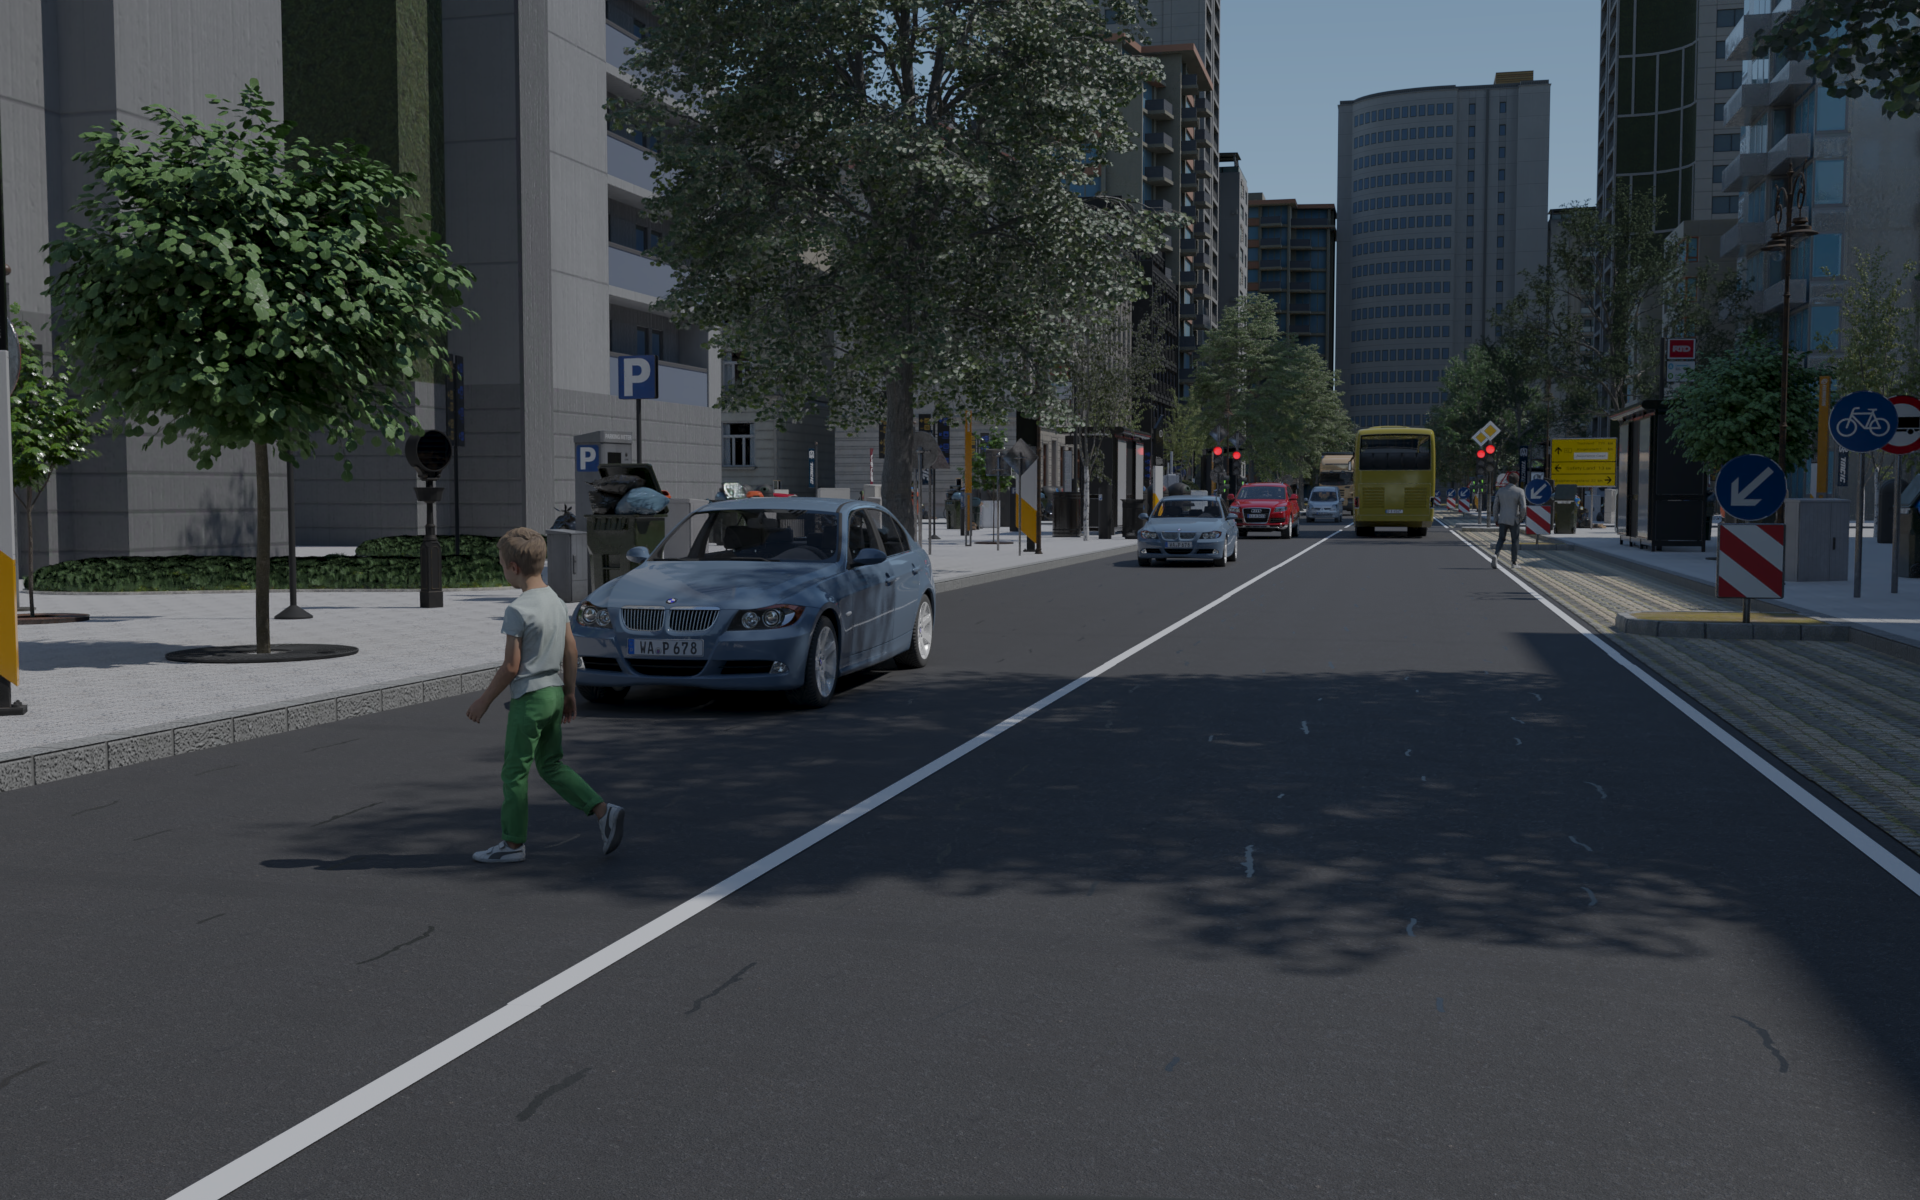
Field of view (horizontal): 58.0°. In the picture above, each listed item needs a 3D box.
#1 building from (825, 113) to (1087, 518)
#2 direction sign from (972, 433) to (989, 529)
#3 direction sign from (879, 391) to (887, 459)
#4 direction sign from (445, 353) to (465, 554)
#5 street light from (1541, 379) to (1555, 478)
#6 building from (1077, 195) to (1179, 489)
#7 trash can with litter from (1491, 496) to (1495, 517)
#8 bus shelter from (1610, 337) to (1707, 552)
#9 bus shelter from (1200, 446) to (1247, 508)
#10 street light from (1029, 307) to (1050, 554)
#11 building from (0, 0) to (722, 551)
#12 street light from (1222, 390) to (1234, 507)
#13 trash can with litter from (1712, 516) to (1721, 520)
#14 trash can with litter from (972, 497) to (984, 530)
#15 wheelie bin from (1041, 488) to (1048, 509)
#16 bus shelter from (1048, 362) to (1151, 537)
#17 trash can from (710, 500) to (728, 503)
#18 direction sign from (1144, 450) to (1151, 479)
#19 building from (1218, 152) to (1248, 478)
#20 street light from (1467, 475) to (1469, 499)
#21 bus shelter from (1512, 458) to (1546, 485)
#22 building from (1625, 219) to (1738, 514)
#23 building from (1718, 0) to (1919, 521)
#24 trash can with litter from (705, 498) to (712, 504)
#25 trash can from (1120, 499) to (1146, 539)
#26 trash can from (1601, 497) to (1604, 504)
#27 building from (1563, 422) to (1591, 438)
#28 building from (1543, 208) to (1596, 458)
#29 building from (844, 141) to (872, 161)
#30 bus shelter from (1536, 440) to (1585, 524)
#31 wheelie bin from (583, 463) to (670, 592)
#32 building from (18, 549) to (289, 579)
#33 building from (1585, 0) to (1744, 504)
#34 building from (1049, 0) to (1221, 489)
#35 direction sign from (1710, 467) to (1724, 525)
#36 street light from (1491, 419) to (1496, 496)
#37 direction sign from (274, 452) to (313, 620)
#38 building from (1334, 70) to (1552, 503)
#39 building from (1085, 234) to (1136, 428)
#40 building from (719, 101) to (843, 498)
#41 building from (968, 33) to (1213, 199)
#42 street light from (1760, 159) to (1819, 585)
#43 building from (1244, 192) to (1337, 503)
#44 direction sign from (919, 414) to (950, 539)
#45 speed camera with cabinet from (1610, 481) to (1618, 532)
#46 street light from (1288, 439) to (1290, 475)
[{"bbox_3d":[0.577,-16.187,100.821,11.583,22.565,21.152,1,4,14],"label":"building"},{"bbox_3d":[0.665,-4.393,63.820,0.876,3.537,0.379,-1,4,-23],"label":"direction sign"},{"bbox_3d":[-1.481,-2.806,37.868,0.379,3.537,0.876,-3,5,-42],"label":"direction sign"},{"bbox_3d":[-8.213,-2.216,28.222,0.379,3.537,0.876,0,4,1],"label":"direction sign"},{"bbox_3d":[22.098,-5.650,65.167,0.468,5.910,1.993,1,4,14],"label":"street light"},{"bbox_3d":[10.212,-18.827,137.501,12.332,23.373,15.834,1,4,14],"label":"building"},{"bbox_3d":[30.548,-5.365,99.102,0.624,1.170,1.055,1,4,20],"label":"trash can with litter"},{"bbox_3d":[17.188,-3.955,42.288,2.179,5.291,8.768,1,4,14],"label":"bus shelter"},{"bbox_3d":[13.294,-5.860,87.097,1.731,3.624,6.357,1,4,14],"label":"bus shelter"},{"bbox_3d":[1.682,-3.918,36.849,0.468,5.910,1.993,1,4,14],"label":"street light"},{"bbox_3d":[-22.316,-31.250,52.929,28.212,58.520,21.231,1,4,14],"label":"building"},{"bbox_3d":[11.916,-6.380,77.096,0.468,5.910,1.993,1,4,14],"label":"street light"},{"bbox_3d":[37.684,-4.649,87.066,1.678,1.210,2.233,2,4,27],"label":"trash can with litter"},{"bbox_3d":[0.505,-3.064,61.486,0.624,1.170,1.055,0,4,6],"label":"trash can with litter"},{"bbox_3d":[3.912,-4.714,84.988,0.693,1.594,0.980,-2,4,-23],"label":"wheelie bin"},{"bbox_3d":[4.383,-4.743,55.187,2.179,5.291,8.768,1,4,14],"label":"bus shelter"},{"bbox_3d":[-5.848,-1.927,43.153,0.748,1.137,0.748,0,3,0],"label":"trash can"},{"bbox_3d":[9.469,-5.984,89.829,0.876,3.537,0.379,2,4,27],"label":"direction sign"},{"bbox_3d":[27.444,-32.198,210.035,14.086,41.232,14.154,1,4,14],"label":"building"},{"bbox_3d":[42.730,-10.572,145.644,0.468,5.910,1.993,1,4,14],"label":"street light"},{"bbox_3d":[32.659,-6.410,98.728,2.014,3.302,5.546,1,4,14],"label":"bus shelter"},{"bbox_3d":[62.638,-16.836,120.310,27.650,21.520,28.899,1,4,14],"label":"building"},{"bbox_3d":[55.716,-28.698,88.828,30.456,49.044,23.786,1,4,14],"label":"building"},{"bbox_3d":[-6.230,-2.084,45.456,1.055,1.170,0.624,0,4,6],"label":"trash can with litter"},{"bbox_3d":[4.914,-2.299,49.244,0.748,1.137,0.748,0,3,0],"label":"trash can"},{"bbox_3d":[34.131,-4.964,92.813,0.748,1.137,0.748,0,3,0],"label":"trash can"},{"bbox_3d":[78.068,-53.460,186.743,22.319,86.520,31.000,1,4,14],"label":"building"},{"bbox_3d":[88.064,-33.967,238.951,14.086,41.232,14.154,1,4,14],"label":"building"},{"bbox_3d":[-8.281,-34.225,214.209,28.867,44.769,22.147,1,4,14],"label":"building"},{"bbox_3d":[26.890,-5.277,77.555,1.731,3.624,6.357,1,4,14],"label":"bus shelter"},{"bbox_3d":[-3.426,-0.609,17.871,0.980,1.594,0.693,1,4,22],"label":"wheelie bin"},{"bbox_3d":[-25.188,-29.072,17.332,21.231,58.520,28.212,1,4,14],"label":"building"},{"bbox_3d":[69.507,-44.315,162.809,20.563,71.187,20.611,1,4,14],"label":"building"},{"bbox_3d":[20.141,-46.083,191.716,20.563,71.187,20.611,1,4,14],"label":"building"},{"bbox_3d":[32.090,-4.942,72.804,0.876,3.537,0.379,3,4,39],"label":"direction sign"},{"bbox_3d":[32.339,-8.099,105.200,0.468,5.910,1.993,1,4,14],"label":"street light"},{"bbox_3d":[-6.872,-1.575,17.754,0.379,3.537,0.876,1,4,10],"label":"direction sign"},{"bbox_3d":[68.043,-43.114,246.915,28.212,58.520,21.231,1,4,14],"label":"building"},{"bbox_3d":[6.056,-16.613,120.772,9.793,20.994,18.267,1,4,14],"label":"building"},{"bbox_3d":[-21.948,-16.572,104.240,30.059,22.955,16.112,1,4,14],"label":"building"},{"bbox_3d":[12.615,-31.458,168.955,22.147,44.769,28.867,1,4,14],"label":"building"},{"bbox_3d":[11.597,-3.154,24.361,0.468,5.910,1.993,1,4,14],"label":"street light"},{"bbox_3d":[40.489,-36.706,254.768,28.867,44.769,22.147,1,4,14],"label":"building"},{"bbox_3d":[-0.729,-3.487,49.004,0.876,3.537,0.379,0,4,0],"label":"direction sign"},{"bbox_3d":[22.396,-3.847,57.234,0.660,3.252,2.038,0,4,-6],"label":"speed camera with cabinet"},{"bbox_3d":[22.468,-8.895,118.218,0.468,5.910,1.993,1,4,14],"label":"street light"}]
